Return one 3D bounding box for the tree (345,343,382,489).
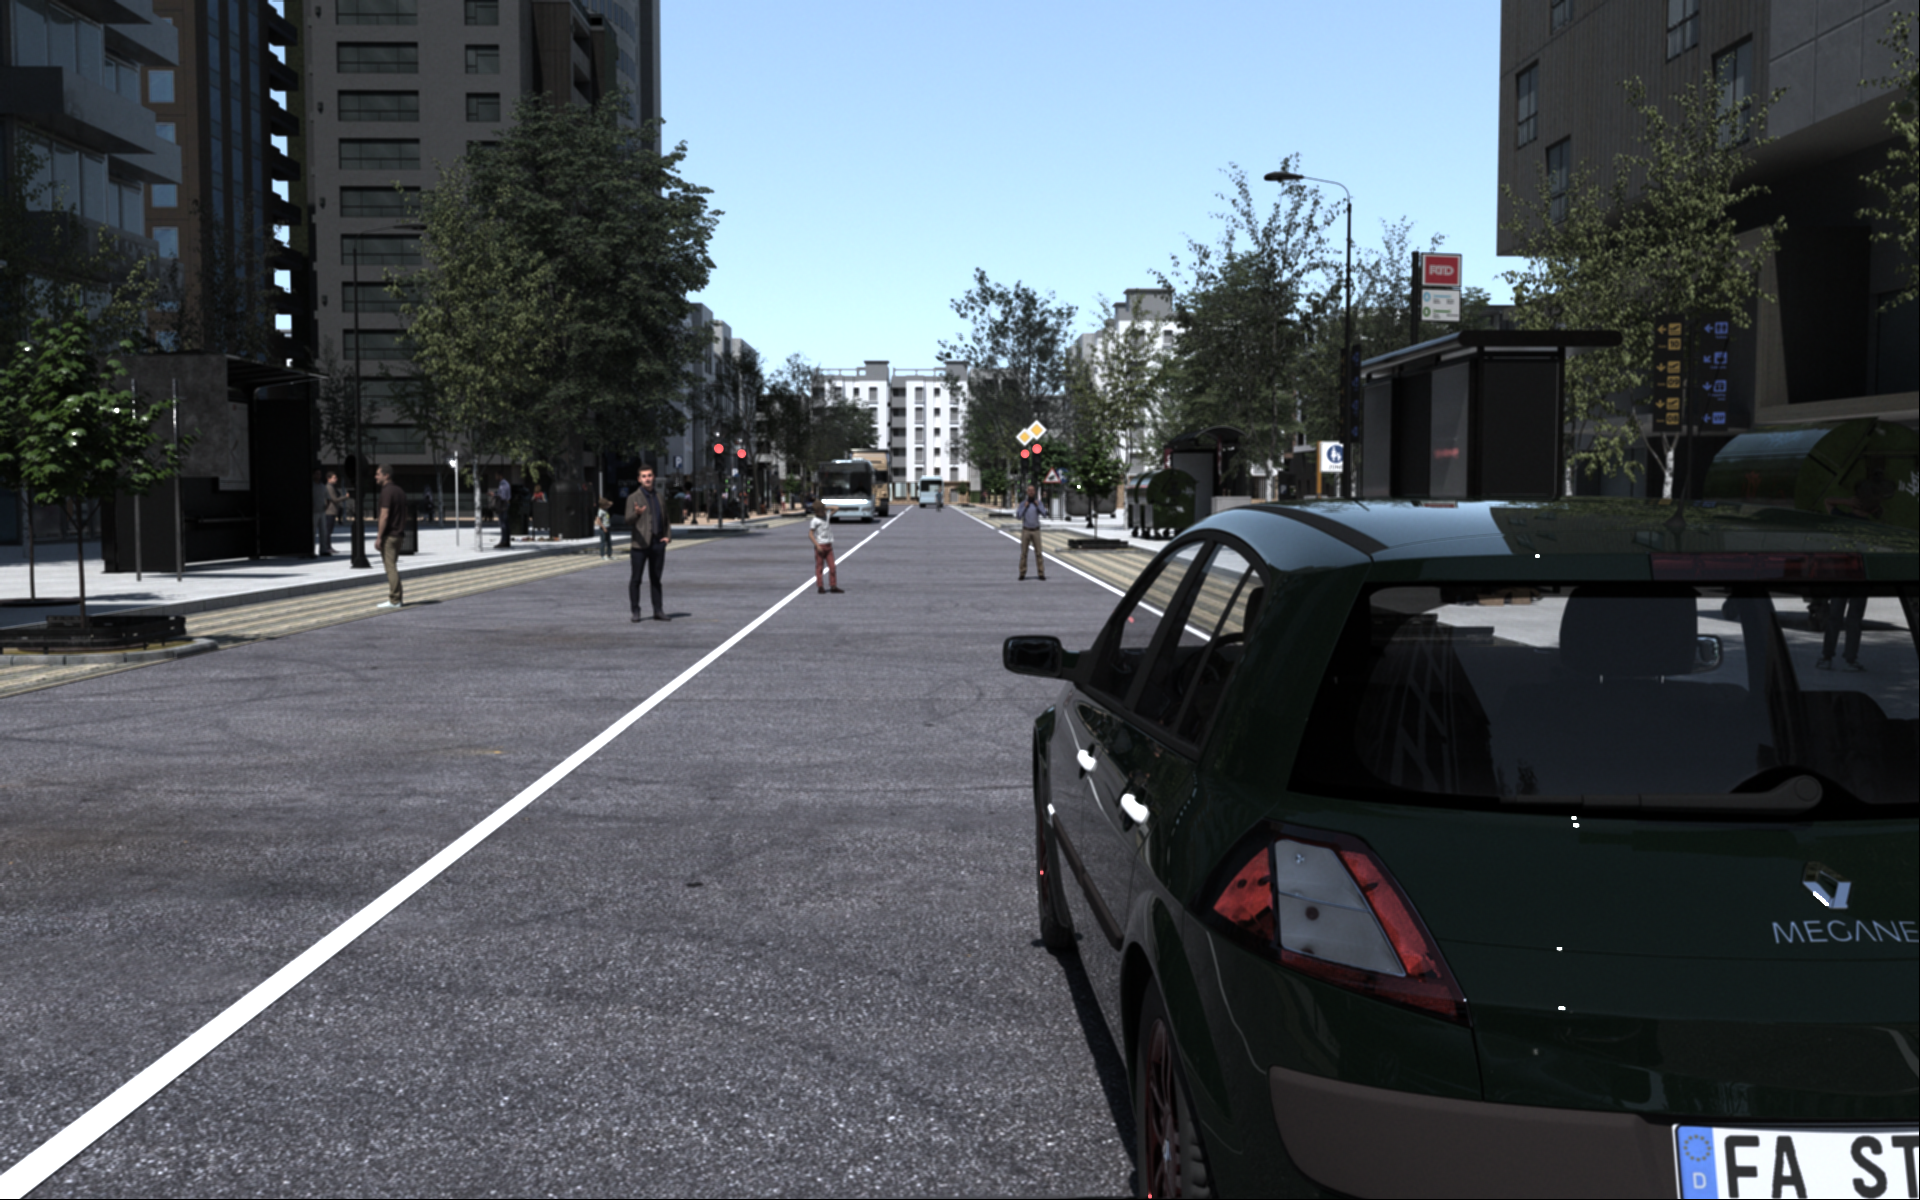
[{"bbox_3d":[-28.309,-7.885,79.276,4.360,8.622,3.978,0,3,0],"label":"tree"}]

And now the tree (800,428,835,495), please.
[{"bbox_3d":[-14.348,-13.638,173.347,4.737,8.622,4.395,0,3,0],"label":"tree"}]

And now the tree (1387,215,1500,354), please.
[{"bbox_3d":[11.908,-5.826,45.610,4.360,8.622,3.978,0,3,0],"label":"tree"}]

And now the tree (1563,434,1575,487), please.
[{"bbox_3d":[50.467,-10.250,130.490,20.602,7.101,11.467,0,4,1],"label":"tree"}]

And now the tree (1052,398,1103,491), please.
[{"bbox_3d":[8.605,-10.821,127.279,4.360,8.622,3.978,0,3,0],"label":"tree"}]

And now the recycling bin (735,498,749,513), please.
[{"bbox_3d":[-14.499,-6.280,115.231,0.722,1.027,0.722,1,4,8],"label":"recycling bin"}]

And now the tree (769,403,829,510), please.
[{"bbox_3d":[-13.179,-11.392,136.620,4.360,8.622,3.978,0,3,0],"label":"tree"}]

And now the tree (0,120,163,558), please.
[{"bbox_3d":[-18.393,-5.130,34.244,4.737,8.622,4.395,0,3,0],"label":"tree"}]

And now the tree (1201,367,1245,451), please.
[{"bbox_3d":[13.090,-8.647,91.742,4.737,8.622,4.395,0,3,0],"label":"tree"}]

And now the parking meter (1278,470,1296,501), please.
[{"bbox_3d":[8.083,-2.268,42.791,0.255,1.863,0.399,-3,4,-36],"label":"parking meter"}]

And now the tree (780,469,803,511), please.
[{"bbox_3d":[-12.855,-8.439,132.586,1.663,3.219,1.824,0,3,0],"label":"tree"}]

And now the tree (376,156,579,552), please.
[{"bbox_3d":[-10.552,-5.352,37.869,4.737,8.622,4.395,0,3,0],"label":"tree"}]

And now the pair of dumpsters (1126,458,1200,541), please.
[{"bbox_3d":[5.796,-2.877,49.534,1.574,2.255,4.437,0,4,-1],"label":"pair of dumpsters"}]

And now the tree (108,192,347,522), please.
[{"bbox_3d":[-18.062,-5.604,41.996,4.360,8.622,3.978,0,3,0],"label":"tree"}]

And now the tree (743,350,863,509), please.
[{"bbox_3d":[-13.482,-14.509,147.586,12.009,13.543,11.850,0,3,0],"label":"tree"}]

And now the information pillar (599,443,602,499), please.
[{"bbox_3d":[-13.454,-4.507,65.042,0.183,3.616,0.504,-1,4,-21],"label":"information pillar"}]

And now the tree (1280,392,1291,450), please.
[{"bbox_3d":[23.630,-13.274,142.791,9.928,11.665,9.643,0,3,0],"label":"tree"}]

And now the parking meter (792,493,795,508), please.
[{"bbox_3d":[-14.108,-8.406,145.845,0.372,1.533,0.369,0,3,0],"label":"parking meter"}]

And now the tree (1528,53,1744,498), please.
[{"bbox_3d":[12.177,-4.859,29.811,4.737,8.622,4.395,0,3,0],"label":"tree"}]

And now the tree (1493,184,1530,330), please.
[{"bbox_3d":[13.589,-5.363,38.044,4.737,8.622,4.395,0,3,0],"label":"tree"}]

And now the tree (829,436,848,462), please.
[{"bbox_3d":[-13.257,-13.205,166.271,4.360,8.622,3.978,0,3,0],"label":"tree"}]

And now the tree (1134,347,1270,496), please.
[{"bbox_3d":[15.903,-12.078,123.236,9.928,11.665,9.643,0,3,0],"label":"tree"}]

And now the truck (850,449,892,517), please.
[{"bbox_3d":[-5.761,-7.449,110.709,2.839,4.237,11.283,0,4,-2],"label":"truck"}]

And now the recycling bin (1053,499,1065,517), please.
[{"bbox_3d":[5.561,-5.257,98.502,0.722,1.027,0.722,1,4,12],"label":"recycling bin"}]

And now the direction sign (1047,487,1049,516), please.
[{"bbox_3d":[5.068,-6.609,100.054,0.379,3.537,0.876,1,4,17],"label":"direction sign"}]

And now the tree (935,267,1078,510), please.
[{"bbox_3d":[3.697,-17.624,144.041,12.611,20.169,13.585,0,3,0],"label":"tree"}]

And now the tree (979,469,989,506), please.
[{"bbox_3d":[3.740,-12.765,192.414,4.285,4.588,4.351,0,3,0],"label":"tree"}]

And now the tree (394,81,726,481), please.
[{"bbox_3d":[-11.973,-8.963,53.199,9.857,13.997,8.962,0,3,0],"label":"tree"}]

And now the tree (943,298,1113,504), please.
[{"bbox_3d":[4.681,-12.172,109.388,12.009,13.543,11.850,0,3,0],"label":"tree"}]

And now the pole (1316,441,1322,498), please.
[{"bbox_3d":[13.806,-4.453,66.643,0.158,3.312,0.155,0,3,0],"label":"pole"}]

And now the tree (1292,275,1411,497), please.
[{"bbox_3d":[13.005,-6.612,58.462,4.737,8.622,4.395,0,3,0],"label":"tree"}]

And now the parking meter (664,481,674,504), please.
[{"bbox_3d":[-12.829,-4.327,76.462,0.399,1.863,0.255,0,4,3],"label":"parking meter"}]

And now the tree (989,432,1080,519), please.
[{"bbox_3d":[4.706,-6.464,89.405,4.285,4.588,4.351,0,3,0],"label":"tree"}]

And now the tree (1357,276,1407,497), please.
[{"bbox_3d":[23.609,-10.273,86.092,7.486,12.596,7.792,0,3,0],"label":"tree"}]

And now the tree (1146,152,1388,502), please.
[{"bbox_3d":[6.390,-5.297,36.962,4.360,8.622,3.978,0,3,0],"label":"tree"}]

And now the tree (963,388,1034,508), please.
[{"bbox_3d":[4.054,-14.461,162.192,9.928,11.665,9.643,0,3,0],"label":"tree"}]

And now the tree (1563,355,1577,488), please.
[{"bbox_3d":[31.686,-8.577,90.591,4.360,8.622,3.978,0,3,0],"label":"tree"}]

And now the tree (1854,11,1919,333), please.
[{"bbox_3d":[13.767,-4.431,22.808,4.737,8.622,4.395,0,3,0],"label":"tree"}]

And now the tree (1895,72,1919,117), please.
[{"bbox_3d":[6.206,-5.355,5.679,7.486,12.596,7.792,0,3,0],"label":"tree"}]

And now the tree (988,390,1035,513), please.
[{"bbox_3d":[3.924,-10.368,119.878,4.737,8.622,4.395,0,3,0],"label":"tree"}]

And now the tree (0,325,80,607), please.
[{"bbox_3d":[-10.844,-1.548,19.909,1.663,3.219,1.824,0,3,0],"label":"tree"}]

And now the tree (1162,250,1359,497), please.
[{"bbox_3d":[12.936,-9.961,80.993,7.486,12.596,7.792,0,3,0],"label":"tree"}]

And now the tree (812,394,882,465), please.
[{"bbox_3d":[-14.910,-19.279,221.868,9.857,13.997,8.962,0,3,0],"label":"tree"}]

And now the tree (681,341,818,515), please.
[{"bbox_3d":[-12.413,-10.444,105.176,8.767,10.594,7.601,-3,5,-40],"label":"tree"}]

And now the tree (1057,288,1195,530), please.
[{"bbox_3d":[5.650,-6.781,61.234,4.737,8.622,4.395,0,3,0],"label":"tree"}]
